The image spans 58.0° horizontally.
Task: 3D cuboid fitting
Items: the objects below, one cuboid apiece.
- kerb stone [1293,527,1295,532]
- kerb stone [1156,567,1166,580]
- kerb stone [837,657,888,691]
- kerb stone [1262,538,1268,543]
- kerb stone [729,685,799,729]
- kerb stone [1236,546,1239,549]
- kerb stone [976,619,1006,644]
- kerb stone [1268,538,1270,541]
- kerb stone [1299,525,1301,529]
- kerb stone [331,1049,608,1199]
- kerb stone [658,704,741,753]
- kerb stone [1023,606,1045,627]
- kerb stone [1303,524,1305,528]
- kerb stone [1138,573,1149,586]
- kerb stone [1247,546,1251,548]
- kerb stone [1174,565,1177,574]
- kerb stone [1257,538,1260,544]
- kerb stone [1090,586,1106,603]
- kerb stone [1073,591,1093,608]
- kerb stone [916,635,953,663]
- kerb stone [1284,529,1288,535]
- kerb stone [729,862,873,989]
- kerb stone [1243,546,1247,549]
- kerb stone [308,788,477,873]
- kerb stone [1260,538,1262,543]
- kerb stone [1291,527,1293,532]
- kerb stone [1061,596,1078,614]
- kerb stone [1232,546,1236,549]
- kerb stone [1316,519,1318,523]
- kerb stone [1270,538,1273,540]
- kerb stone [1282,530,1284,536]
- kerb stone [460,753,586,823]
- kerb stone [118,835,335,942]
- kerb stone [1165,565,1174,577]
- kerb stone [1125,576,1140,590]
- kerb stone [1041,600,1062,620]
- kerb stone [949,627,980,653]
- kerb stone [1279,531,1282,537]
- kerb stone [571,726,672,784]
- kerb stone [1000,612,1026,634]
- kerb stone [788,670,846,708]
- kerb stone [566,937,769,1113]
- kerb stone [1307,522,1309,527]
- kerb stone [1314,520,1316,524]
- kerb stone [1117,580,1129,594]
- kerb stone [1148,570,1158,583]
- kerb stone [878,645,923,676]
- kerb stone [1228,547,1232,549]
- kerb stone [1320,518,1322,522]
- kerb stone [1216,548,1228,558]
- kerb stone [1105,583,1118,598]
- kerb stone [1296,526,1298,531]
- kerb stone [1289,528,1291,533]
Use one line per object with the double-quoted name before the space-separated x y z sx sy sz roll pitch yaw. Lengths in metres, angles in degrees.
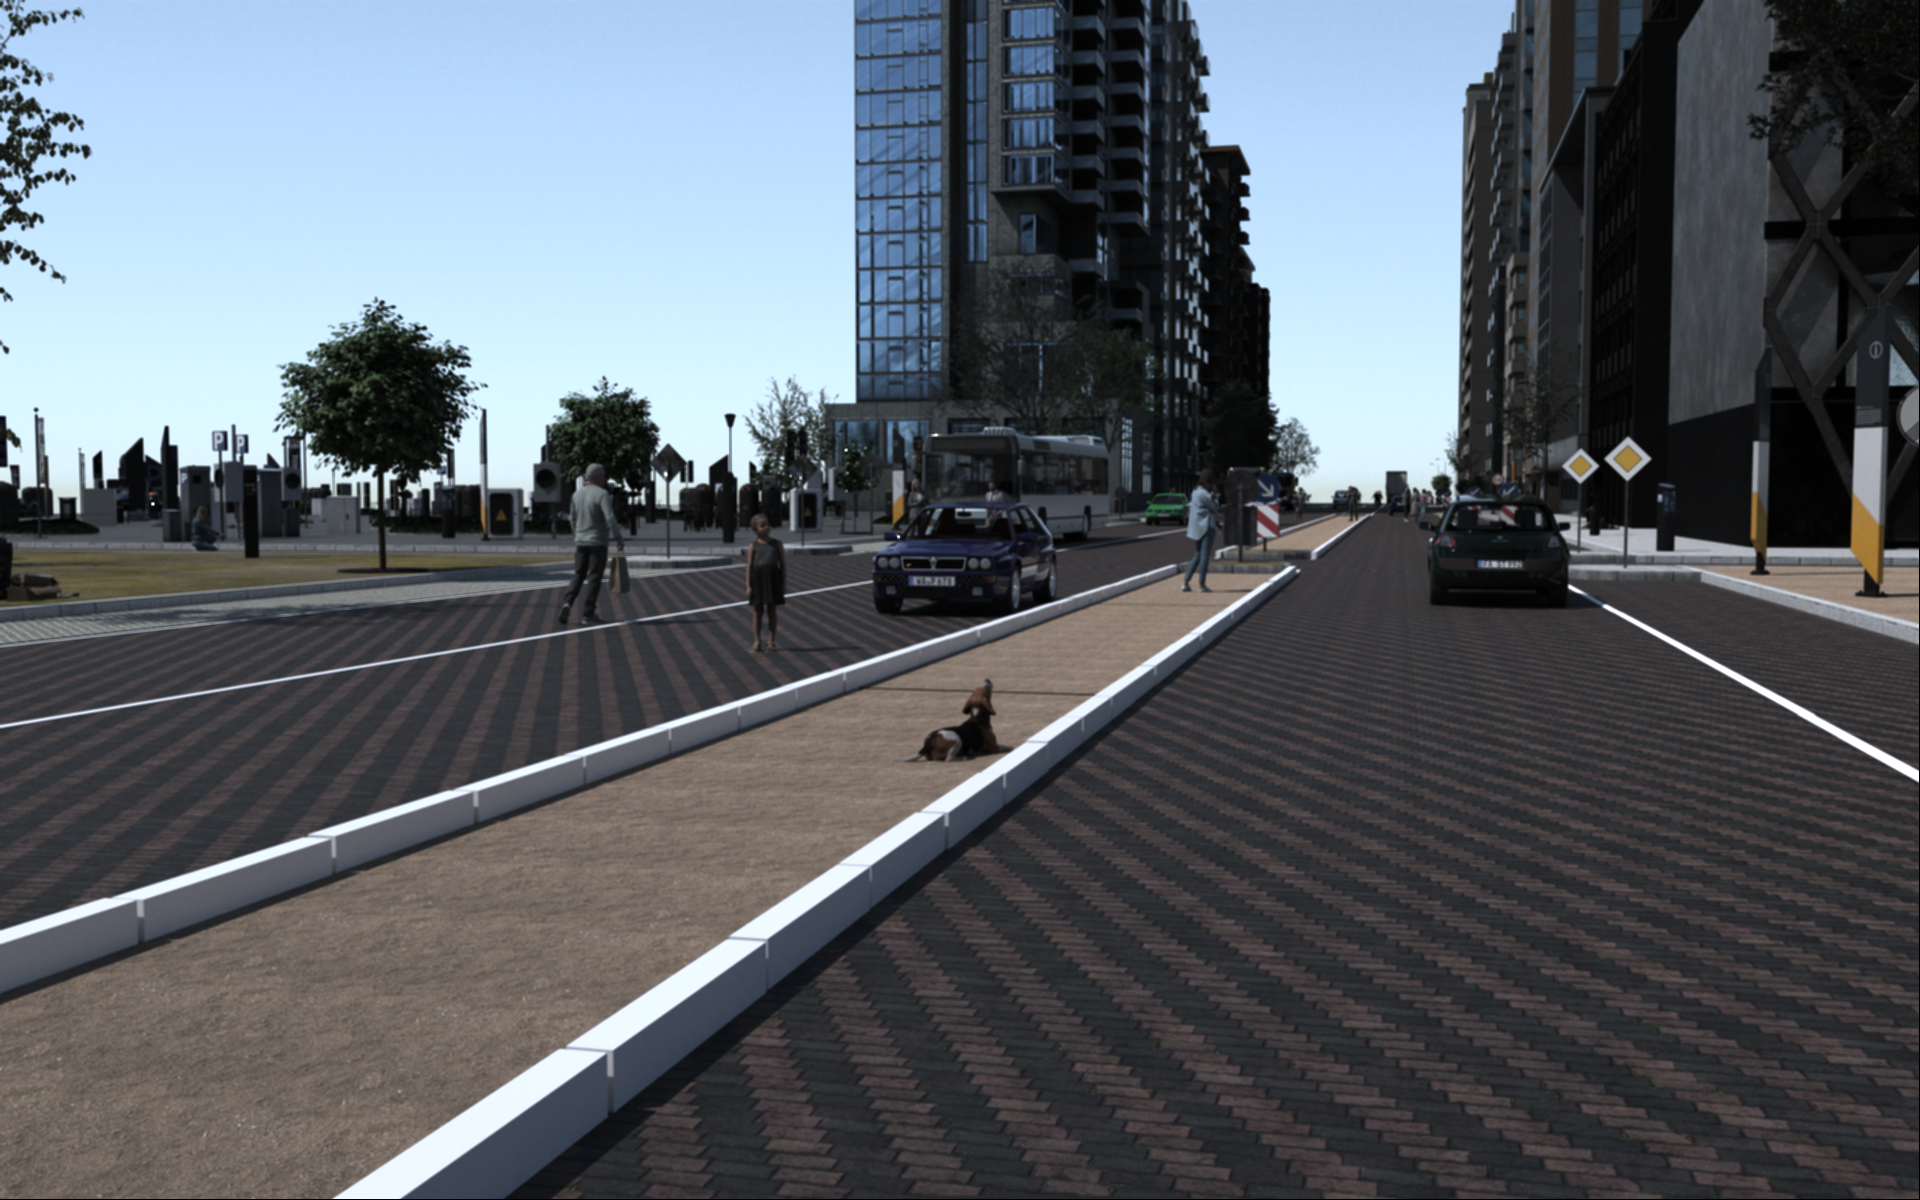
"kerb stone" 12.217 -2.569 64.192 0.120 0.150 1.000 1 4 14
"kerb stone" 3.269 -0.409 28.884 0.120 0.150 1.000 1 4 14
"kerb stone" -0.758 0.564 12.968 0.120 0.150 1.000 1 4 14
"kerb stone" 8.935 -1.772 51.258 0.120 0.150 1.000 1 4 14
"kerb stone" -1.263 0.687 10.972 0.120 0.150 1.000 1 4 14
"kerb stone" 6.680 -1.227 42.321 0.120 0.150 1.000 1 4 14
"kerb stone" 0.254 0.321 16.939 0.120 0.150 1.000 1 4 14
"kerb stone" 9.186 -1.837 52.250 0.120 0.150 1.000 1 4 14
"kerb stone" 13.218 -2.811 68.165 0.120 0.150 1.000 1 4 14
"kerb stone" -0.991 1.143 3.510 0.120 0.150 1.000 1 4 14
"kerb stone" -1.518 0.747 9.981 0.120 0.150 1.000 1 4 14
"kerb stone" 0.747 0.202 18.926 0.120 0.150 1.000 1 4 14
"kerb stone" 13.975 -2.994 71.140 0.120 0.150 1.000 1 4 14
"kerb stone" 2.762 -0.286 26.891 0.120 0.150 1.000 1 4 14
"kerb stone" 7.432 -1.413 45.302 0.120 0.150 1.000 1 4 14
"kerb stone" 3.772 -0.531 30.871 0.120 0.150 1.000 1 4 14
"kerb stone" 8.188 -1.595 48.280 0.120 0.150 1.000 1 4 14
"kerb stone" 1.756 -0.043 22.906 0.120 0.150 1.000 1 4 14
"kerb stone" 1.501 0.017 21.916 0.120 0.150 1.000 1 4 14
"kerb stone" -0.263 0.443 14.954 0.120 0.150 1.000 1 4 14
"kerb stone" 11.208 -2.325 60.208 0.120 0.150 1.000 1 4 14
"kerb stone" -0.490 1.021 5.497 0.120 0.150 1.000 1 4 14
"kerb stone" 7.180 -1.352 44.311 0.120 0.150 1.000 1 4 14
"kerb stone" -2.278 0.929 7.000 0.120 0.150 1.000 1 4 14
"kerb stone" 8.430 -1.655 49.274 0.120 0.150 1.000 1 4 14
"kerb stone" 11.962 -2.508 63.194 0.120 0.150 1.000 1 4 14
"kerb stone" 1.250 0.083 20.920 0.120 0.150 1.000 1 4 14
"kerb stone" 6.422 -1.170 41.326 0.120 0.150 1.000 1 4 14
"kerb stone" 16.744 -3.660 82.074 0.120 0.150 1.000 1 4 14
"kerb stone" 9.438 -1.899 53.249 0.120 0.150 1.000 1 4 14
"kerb stone" 10.696 -2.203 58.218 0.120 0.150 1.000 1 4 14
"kerb stone" -2.020 0.869 7.996 0.120 0.150 1.000 1 4 14
"kerb stone" -2.526 0.995 5.998 0.120 0.150 1.000 1 4 14
"kerb stone" 3.519 -0.470 29.875 0.120 0.150 1.000 1 4 14
"kerb stone" 2.514 -0.226 25.891 0.120 0.150 1.000 1 4 14
"kerb stone" 0.993 0.139 19.919 0.120 0.150 1.000 1 4 14
"kerb stone" -0.015 0.386 15.946 0.120 0.150 1.000 1 4 14
"kerb stone" 10.453 -2.142 57.225 0.120 0.150 1.000 1 4 14
"kerb stone" -1.770 0.808 8.987 0.120 0.150 1.000 1 4 14
"kerb stone" 0.493 0.261 17.935 0.120 0.150 1.000 1 4 14
"kerb stone" -1.017 0.625 11.976 0.120 0.150 1.000 1 4 14
"kerb stone" -0.737 1.085 4.505 0.120 0.150 1.000 1 4 14
"kerb stone" 14.729 -3.173 74.123 0.120 0.150 1.000 1 4 14
"kerb stone" 16.247 -3.538 80.092 0.120 0.150 1.000 1 4 14
"kerb stone" 2.261 -0.158 24.898 0.120 0.150 1.000 1 4 14
"kerb stone" 3.020 -0.343 27.893 0.120 0.150 1.000 1 4 14
"kerb stone" -0.512 0.504 13.960 0.120 0.150 1.000 1 4 14
"kerb stone" 6.176 -1.105 40.323 0.120 0.150 1.000 1 4 14
"kerb stone" 17.752 -3.900 86.044 0.120 0.150 1.000 1 4 14
"kerb stone" 5.917 -1.048 39.334 0.120 0.150 1.000 1 4 14
"kerb stone" 2.010 -0.105 23.907 0.120 0.150 1.000 1 4 14
"kerb stone" 12.715 -2.690 66.176 0.120 0.150 1.000 1 4 14
"kerb stone" 11.707 -2.446 62.193 0.120 0.150 1.000 1 4 14
